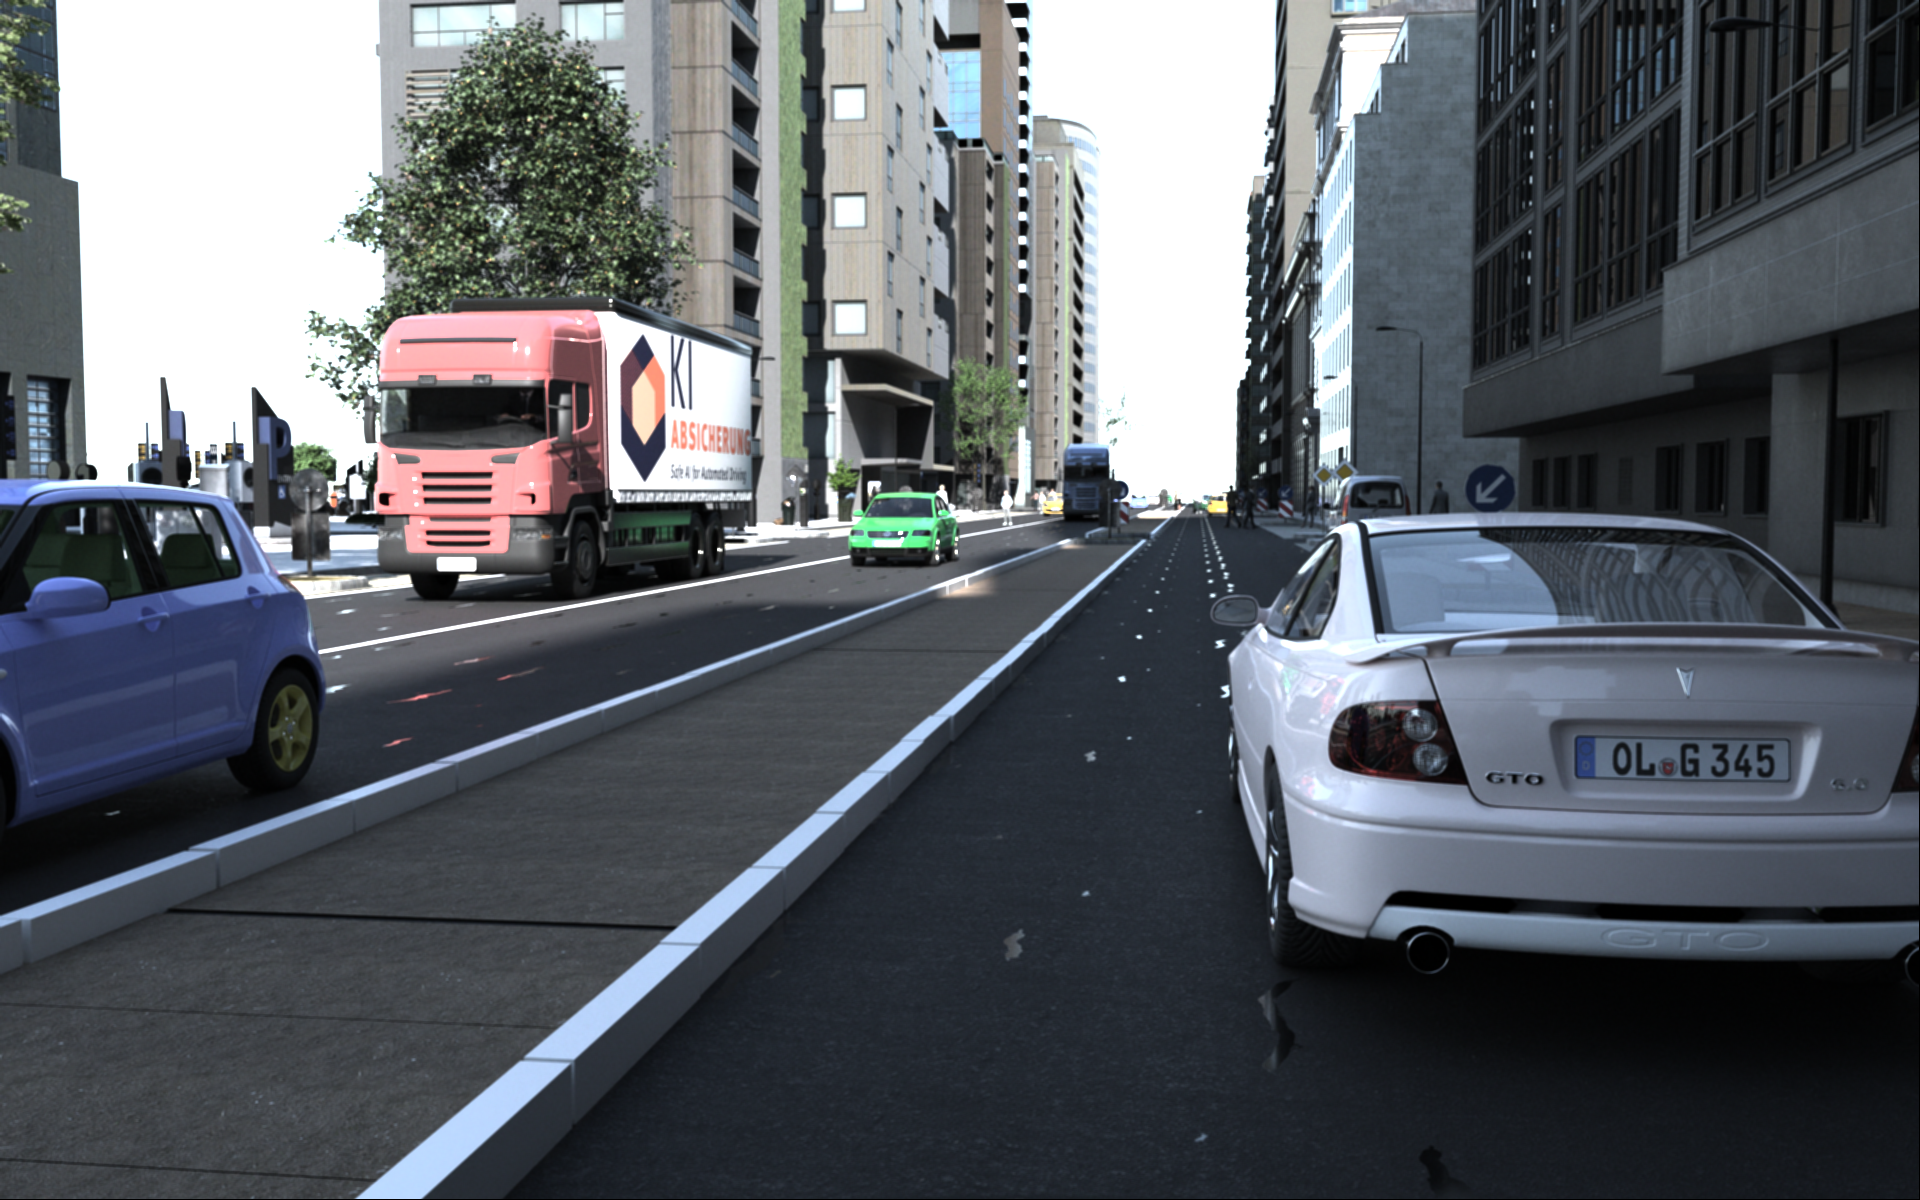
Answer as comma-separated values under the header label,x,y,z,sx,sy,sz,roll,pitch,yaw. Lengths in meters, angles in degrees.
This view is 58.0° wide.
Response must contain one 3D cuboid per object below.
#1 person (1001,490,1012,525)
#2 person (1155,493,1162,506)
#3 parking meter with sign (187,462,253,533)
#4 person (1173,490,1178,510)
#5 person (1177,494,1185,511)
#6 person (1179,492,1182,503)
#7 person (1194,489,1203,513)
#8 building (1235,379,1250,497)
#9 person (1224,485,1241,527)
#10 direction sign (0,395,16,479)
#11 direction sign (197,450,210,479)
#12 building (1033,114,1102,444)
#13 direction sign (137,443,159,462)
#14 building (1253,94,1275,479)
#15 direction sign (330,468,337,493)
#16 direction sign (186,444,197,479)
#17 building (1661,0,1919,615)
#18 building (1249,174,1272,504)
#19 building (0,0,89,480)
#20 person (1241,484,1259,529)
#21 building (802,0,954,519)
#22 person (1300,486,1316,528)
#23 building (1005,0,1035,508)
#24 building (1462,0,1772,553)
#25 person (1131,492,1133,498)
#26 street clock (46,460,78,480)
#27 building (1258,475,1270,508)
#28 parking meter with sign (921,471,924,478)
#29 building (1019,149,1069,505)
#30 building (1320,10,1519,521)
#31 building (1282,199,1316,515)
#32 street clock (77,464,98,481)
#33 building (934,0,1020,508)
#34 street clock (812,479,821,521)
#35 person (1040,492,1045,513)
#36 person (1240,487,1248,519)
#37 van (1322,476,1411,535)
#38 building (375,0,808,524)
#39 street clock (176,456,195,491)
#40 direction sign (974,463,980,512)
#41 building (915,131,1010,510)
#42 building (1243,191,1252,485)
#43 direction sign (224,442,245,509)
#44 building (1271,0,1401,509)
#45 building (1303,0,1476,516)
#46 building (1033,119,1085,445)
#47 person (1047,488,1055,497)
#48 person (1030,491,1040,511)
label,x,y,z,sx,sy,sz,roll,pitch,yaw
person,2.156,-4.292,80.486,0.589,1.601,0.330,3,4,39
person,24.121,-12.215,208.230,1.348,1.821,0.705,0,4,1
parking meter with sign,-19.049,-2.937,44.273,1.738,3.016,0.543,-1,4,-14
person,19.088,-8.863,153.415,0.705,1.823,1.348,0,4,-6
person,19.125,-8.426,149.447,0.628,1.438,0.799,2,4,34
person,26.982,-12.433,212.500,0.721,1.743,1.217,0,4,1
person,17.679,-7.342,128.382,0.661,1.843,0.795,1,4,15
building,57.655,-26.153,272.644,27.650,21.520,28.899,0,4,8
person,11.740,-4.039,74.448,0.836,1.842,0.656,3,4,38
direction sign,-21.854,-2.907,39.520,0.379,3.537,0.876,1,4,11
direction sign,-38.986,-5.948,89.252,0.379,3.537,0.876,3,5,40
building,10.489,-44.479,269.224,21.231,58.520,28.212,0,4,8
direction sign,-35.741,-5.159,76.345,0.876,3.537,0.379,-3,4,-37
building,44.408,-34.795,188.506,23.786,49.044,30.456,0,4,8
direction sign,-39.879,-7.234,110.265,0.379,3.537,0.876,0,4,7
direction sign,-34.893,-5.243,77.713,0.876,3.537,0.379,1,4,14
building,14.047,-11.471,6.620,14.314,24.678,30.058,0,4,8
building,44.452,-32.994,223.042,14.154,41.232,14.086,0,4,8
building,-56.015,-46.657,75.512,31.000,86.520,22.319,0,4,8
person,12.025,-3.867,71.500,0.755,1.850,0.659,0,4,-4
building,-15.438,-31.344,101.707,28.713,52.752,27.495,0,4,8
person,14.662,-3.925,72.942,0.573,1.790,0.520,2,4,34
building,-2.841,-52.900,177.587,22.319,86.520,31.000,0,4,8
building,19.030,-14.704,33.919,14.314,27.812,24.014,0,4,8
person,28.632,-17.027,287.804,0.541,1.710,0.530,0,4,6
street clock,-19.383,-2.000,37.267,0.471,2.002,0.358,2,4,26
building,44.481,-28.701,161.149,32.217,40.220,23.993,0,4,8
parking meter with sign,-3.315,-8.178,129.975,0.543,3.016,1.738,1,4,22
building,5.041,-31.621,200.603,14.154,41.232,14.086,0,4,8
building,22.018,-13.600,77.107,10.420,20.320,16.860,0,4,8
building,29.149,-16.879,117.775,13.314,21.916,24.055,0,4,8
street clock,-20.857,-2.254,41.423,0.471,2.002,0.358,1,4,21
building,-2.269,-30.905,155.409,14.600,45.320,14.200,0,4,8
street clock,-6.906,-4.835,83.626,0.358,2.002,0.471,-2,4,-35
person,6.088,-7.231,128.542,0.330,1.601,0.589,-2,4,-28
person,16.056,-5.423,97.261,0.616,1.811,0.778,3,5,42
van,9.617,-2.070,40.852,2.013,2.044,4.112,0,4,7
building,-14.884,-23.816,72.979,14.154,41.232,14.086,0,4,8
street clock,-14.834,-1.748,33.153,0.358,2.002,0.471,-2,4,-30
direction sign,1.211,-8.139,125.069,0.379,3.537,0.876,-2,4,-33
building,-3.662,-22.600,141.218,14.160,30.474,14.107,0,4,8
building,51.332,-36.029,243.700,22.147,44.769,28.867,0,4,8
direction sign,-31.656,-5.118,75.672,0.379,3.537,0.876,3,5,42
building,36.397,-31.519,139.033,21.300,48.544,21.600,0,4,8
building,26.414,-18.903,94.968,13.634,28.700,20.117,0,4,8
building,5.032,-37.004,228.709,21.300,48.544,21.600,0,4,8
person,6.552,-7.052,123.894,0.679,1.850,0.850,1,4,18
person,6.419,-8.461,147.539,0.721,1.736,1.217,-3,5,-41
